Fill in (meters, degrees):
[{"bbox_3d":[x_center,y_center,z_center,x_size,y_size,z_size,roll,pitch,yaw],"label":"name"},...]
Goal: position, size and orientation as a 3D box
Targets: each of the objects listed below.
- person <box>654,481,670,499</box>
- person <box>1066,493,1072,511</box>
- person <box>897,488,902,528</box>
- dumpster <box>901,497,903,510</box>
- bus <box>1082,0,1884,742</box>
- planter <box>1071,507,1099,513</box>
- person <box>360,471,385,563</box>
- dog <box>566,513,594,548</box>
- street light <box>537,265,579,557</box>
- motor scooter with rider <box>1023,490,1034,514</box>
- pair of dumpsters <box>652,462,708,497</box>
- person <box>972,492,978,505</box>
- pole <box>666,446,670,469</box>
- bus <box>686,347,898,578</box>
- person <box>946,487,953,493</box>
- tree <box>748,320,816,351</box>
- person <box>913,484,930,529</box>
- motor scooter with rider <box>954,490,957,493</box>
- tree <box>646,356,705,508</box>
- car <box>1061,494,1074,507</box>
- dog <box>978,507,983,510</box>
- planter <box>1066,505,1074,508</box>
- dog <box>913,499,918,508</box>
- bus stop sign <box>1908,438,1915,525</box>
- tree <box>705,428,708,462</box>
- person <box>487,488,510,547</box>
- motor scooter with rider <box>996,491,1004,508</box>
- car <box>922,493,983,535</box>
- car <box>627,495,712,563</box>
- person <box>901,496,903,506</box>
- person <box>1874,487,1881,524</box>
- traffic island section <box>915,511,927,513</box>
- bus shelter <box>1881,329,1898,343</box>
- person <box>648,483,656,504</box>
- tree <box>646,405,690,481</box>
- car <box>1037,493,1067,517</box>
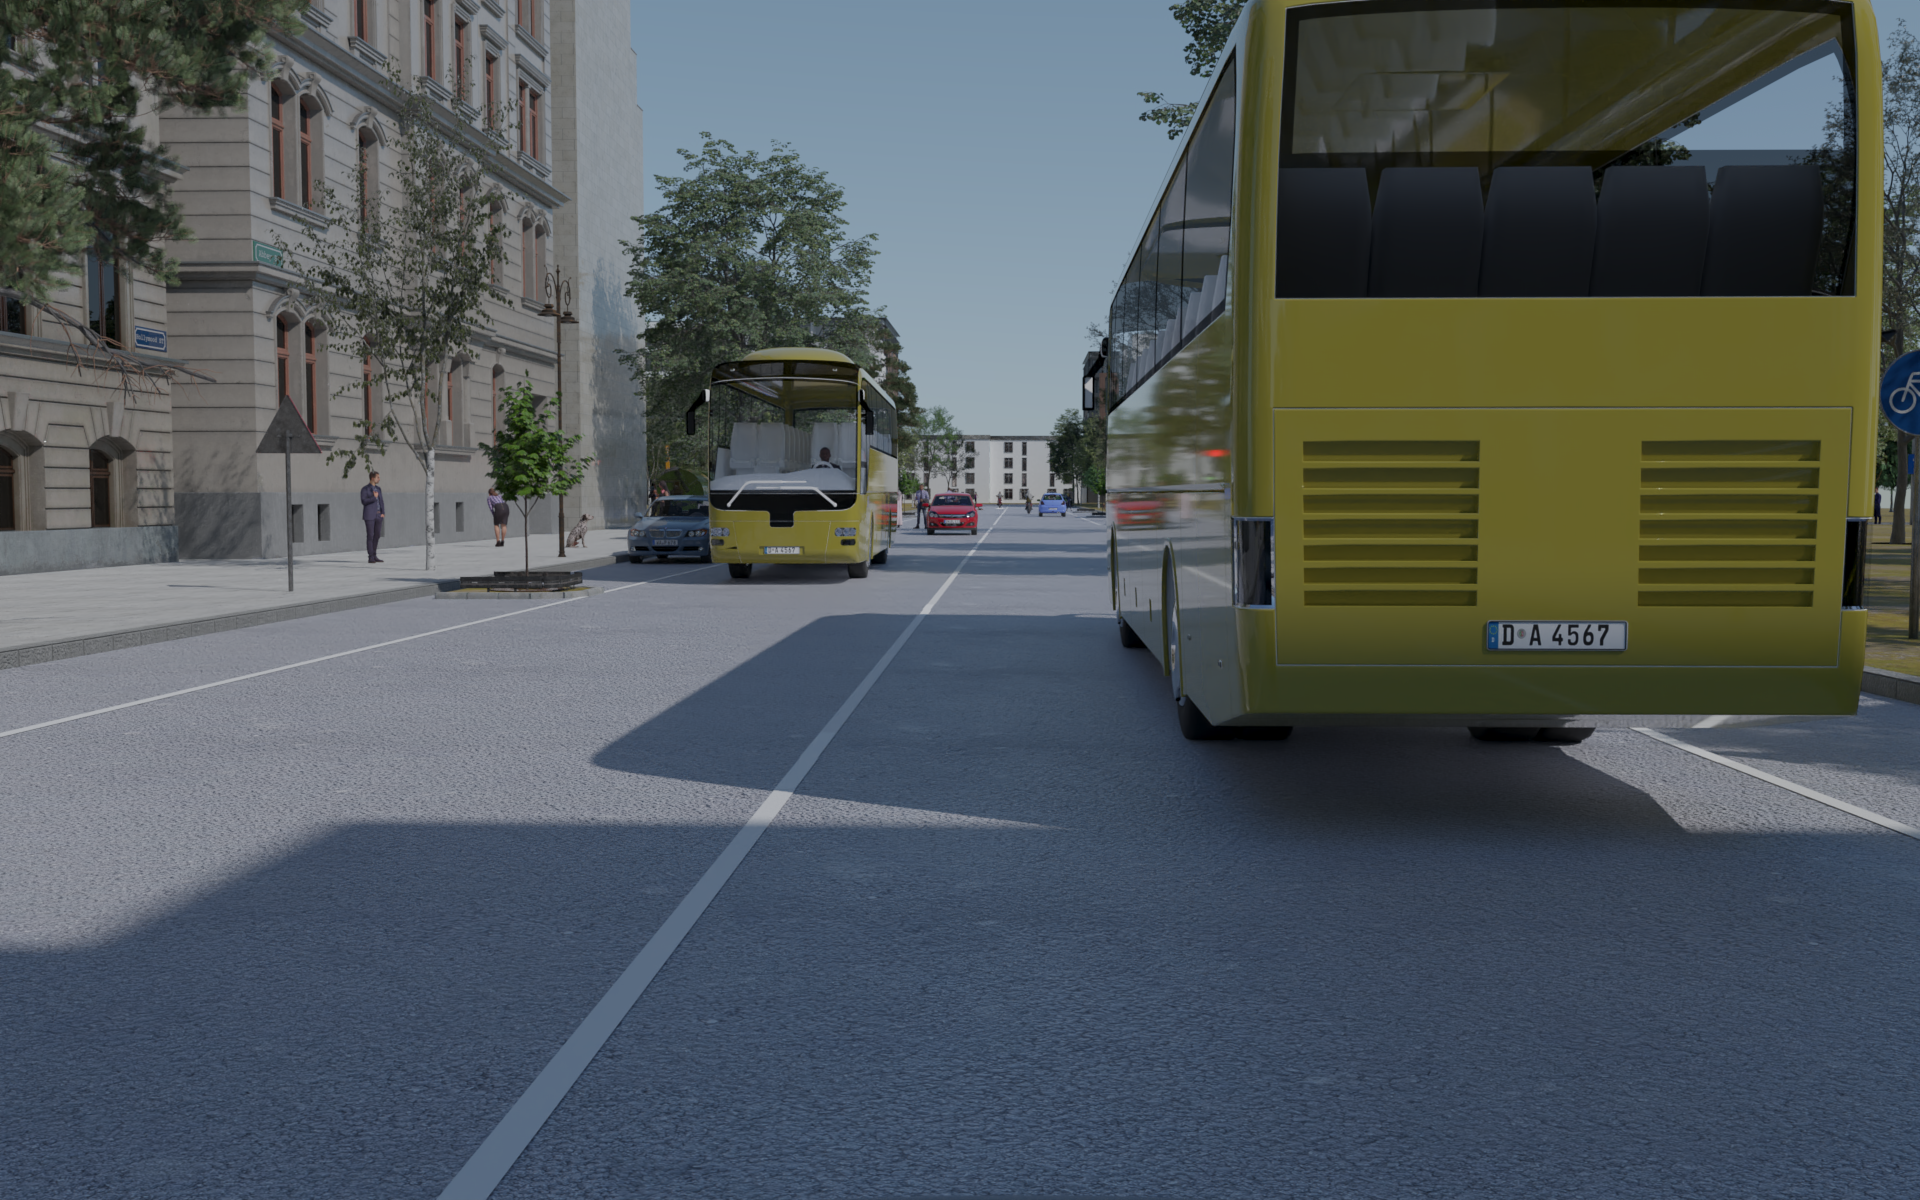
[{"bbox_3d":[-8.174,-2.438,47.367,0.593,1.643,0.415,2,4,25],"label":"person"},{"bbox_3d":[9.084,-8.170,144.615,0.613,1.512,0.480,2,4,26],"label":"person"},{"bbox_3d":[-2.705,-3.933,73.478,0.621,1.740,0.551,2,4,34],"label":"person"},{"bbox_3d":[-5.123,-7.915,135.169,1.264,1.857,1.865,0,4,2],"label":"dumpster"},{"bbox_3d":[2.569,-1.305,12.877,2.896,3.916,12.252,0,4,2],"label":"bus"},{"bbox_3d":[9.594,-6.812,132.520,1.991,0.319,1.994,0,4,2],"label":"planter"},{"bbox_3d":[-10.925,-1.546,32.237,0.530,1.710,0.541,2,4,35],"label":"person"},{"bbox_3d":[-9.273,-1.669,41.673,0.800,0.831,0.513,2,4,30],"label":"dog"},{"bbox_3d":[-8.096,-3.808,35.049,0.468,5.910,1.993,0,4,2],"label":"street light"},{"bbox_3d":[5.054,-7.184,126.429,0.876,1.779,1.986,0,3,0],"label":"motor scooter with rider"},{"bbox_3d":[-7.860,-2.938,50.529,1.574,2.255,4.436,0,4,2],"label":"pair of dumpsters"},{"bbox_3d":[1.997,-13.267,226.099,0.721,1.739,1.217,-3,5,-41],"label":"person"},{"bbox_3d":[-12.329,-4.849,73.130,0.158,3.312,0.155,0,3,0],"label":"pole"},{"bbox_3d":[-2.713,-2.520,32.752,2.896,3.916,12.252,0,4,1],"label":"bus"},{"bbox_3d":[-0.648,-5.993,106.361,0.709,1.838,0.599,0,4,8],"label":"person"},{"bbox_3d":[-10.472,-11.292,106.672,6.751,12.117,7.091,0,3,0],"label":"tree"},{"bbox_3d":[-1.604,-3.827,70.948,0.709,1.838,0.599,1,4,12],"label":"person"},{"bbox_3d":[-0.346,-6.574,116.447,0.876,1.779,1.986,0,4,1],"label":"motor scooter with rider"},{"bbox_3d":[-15.416,-8.253,85.300,4.360,8.622,3.978,0,3,0],"label":"tree"},{"bbox_3d":[11.215,-10.768,185.849,2.009,1.686,4.222,0,4,4],"label":"car"},{"bbox_3d":[1.783,-8.118,152.925,0.748,0.427,0.550,3,4,38],"label":"dog"},{"bbox_3d":[11.272,-9.882,182.704,1.991,0.319,1.994,0,4,2],"label":"planter"},{"bbox_3d":[-3.802,-8.619,155.302,0.800,0.831,0.513,0,4,5],"label":"dog"},{"bbox_3d":[39.547,-5.037,71.377,0.837,3.901,0.837,2,4,32],"label":"bus stop sign"},{"bbox_3d":[-17.263,-10.044,114.587,4.360,8.622,3.978,0,3,0],"label":"tree"},{"bbox_3d":[-11.243,-2.007,42.084,0.421,1.427,0.697,-3,5,-45],"label":"person"},{"bbox_3d":[4.006,-10.220,176.055,0.876,1.779,1.986,0,4,1],"label":"motor scooter with rider"},{"bbox_3d":[-0.268,-3.230,61.855,2.155,1.783,4.494,0,4,0],"label":"car"},{"bbox_3d":[-5.941,-1.553,37.395,2.014,1.417,4.499,0,4,1],"label":"car"},{"bbox_3d":[-6.656,-11.265,193.408,0.799,1.438,0.628,2,4,28],"label":"person"},{"bbox_3d":[40.382,-4.111,76.426,0.504,1.737,0.576,0,4,-7],"label":"person"},{"bbox_3d":[-2.512,-6.744,133.127,1.991,0.108,1.994,0,4,2],"label":"traffic island section"},{"bbox_3d":[8.152,-1.571,19.617,2.014,3.302,5.546,0,4,2],"label":"bus shelter"},{"bbox_3d":[-12.134,-3.818,69.289,0.655,1.722,0.431,-3,5,-42],"label":"person"},{"bbox_3d":[-26.872,-13.359,152.830,8.767,10.594,7.601,-1,4,-16],"label":"tree"},{"bbox_3d":[5.846,-6.140,109.977,1.945,1.707,3.694,0,4,1],"label":"car"}]
